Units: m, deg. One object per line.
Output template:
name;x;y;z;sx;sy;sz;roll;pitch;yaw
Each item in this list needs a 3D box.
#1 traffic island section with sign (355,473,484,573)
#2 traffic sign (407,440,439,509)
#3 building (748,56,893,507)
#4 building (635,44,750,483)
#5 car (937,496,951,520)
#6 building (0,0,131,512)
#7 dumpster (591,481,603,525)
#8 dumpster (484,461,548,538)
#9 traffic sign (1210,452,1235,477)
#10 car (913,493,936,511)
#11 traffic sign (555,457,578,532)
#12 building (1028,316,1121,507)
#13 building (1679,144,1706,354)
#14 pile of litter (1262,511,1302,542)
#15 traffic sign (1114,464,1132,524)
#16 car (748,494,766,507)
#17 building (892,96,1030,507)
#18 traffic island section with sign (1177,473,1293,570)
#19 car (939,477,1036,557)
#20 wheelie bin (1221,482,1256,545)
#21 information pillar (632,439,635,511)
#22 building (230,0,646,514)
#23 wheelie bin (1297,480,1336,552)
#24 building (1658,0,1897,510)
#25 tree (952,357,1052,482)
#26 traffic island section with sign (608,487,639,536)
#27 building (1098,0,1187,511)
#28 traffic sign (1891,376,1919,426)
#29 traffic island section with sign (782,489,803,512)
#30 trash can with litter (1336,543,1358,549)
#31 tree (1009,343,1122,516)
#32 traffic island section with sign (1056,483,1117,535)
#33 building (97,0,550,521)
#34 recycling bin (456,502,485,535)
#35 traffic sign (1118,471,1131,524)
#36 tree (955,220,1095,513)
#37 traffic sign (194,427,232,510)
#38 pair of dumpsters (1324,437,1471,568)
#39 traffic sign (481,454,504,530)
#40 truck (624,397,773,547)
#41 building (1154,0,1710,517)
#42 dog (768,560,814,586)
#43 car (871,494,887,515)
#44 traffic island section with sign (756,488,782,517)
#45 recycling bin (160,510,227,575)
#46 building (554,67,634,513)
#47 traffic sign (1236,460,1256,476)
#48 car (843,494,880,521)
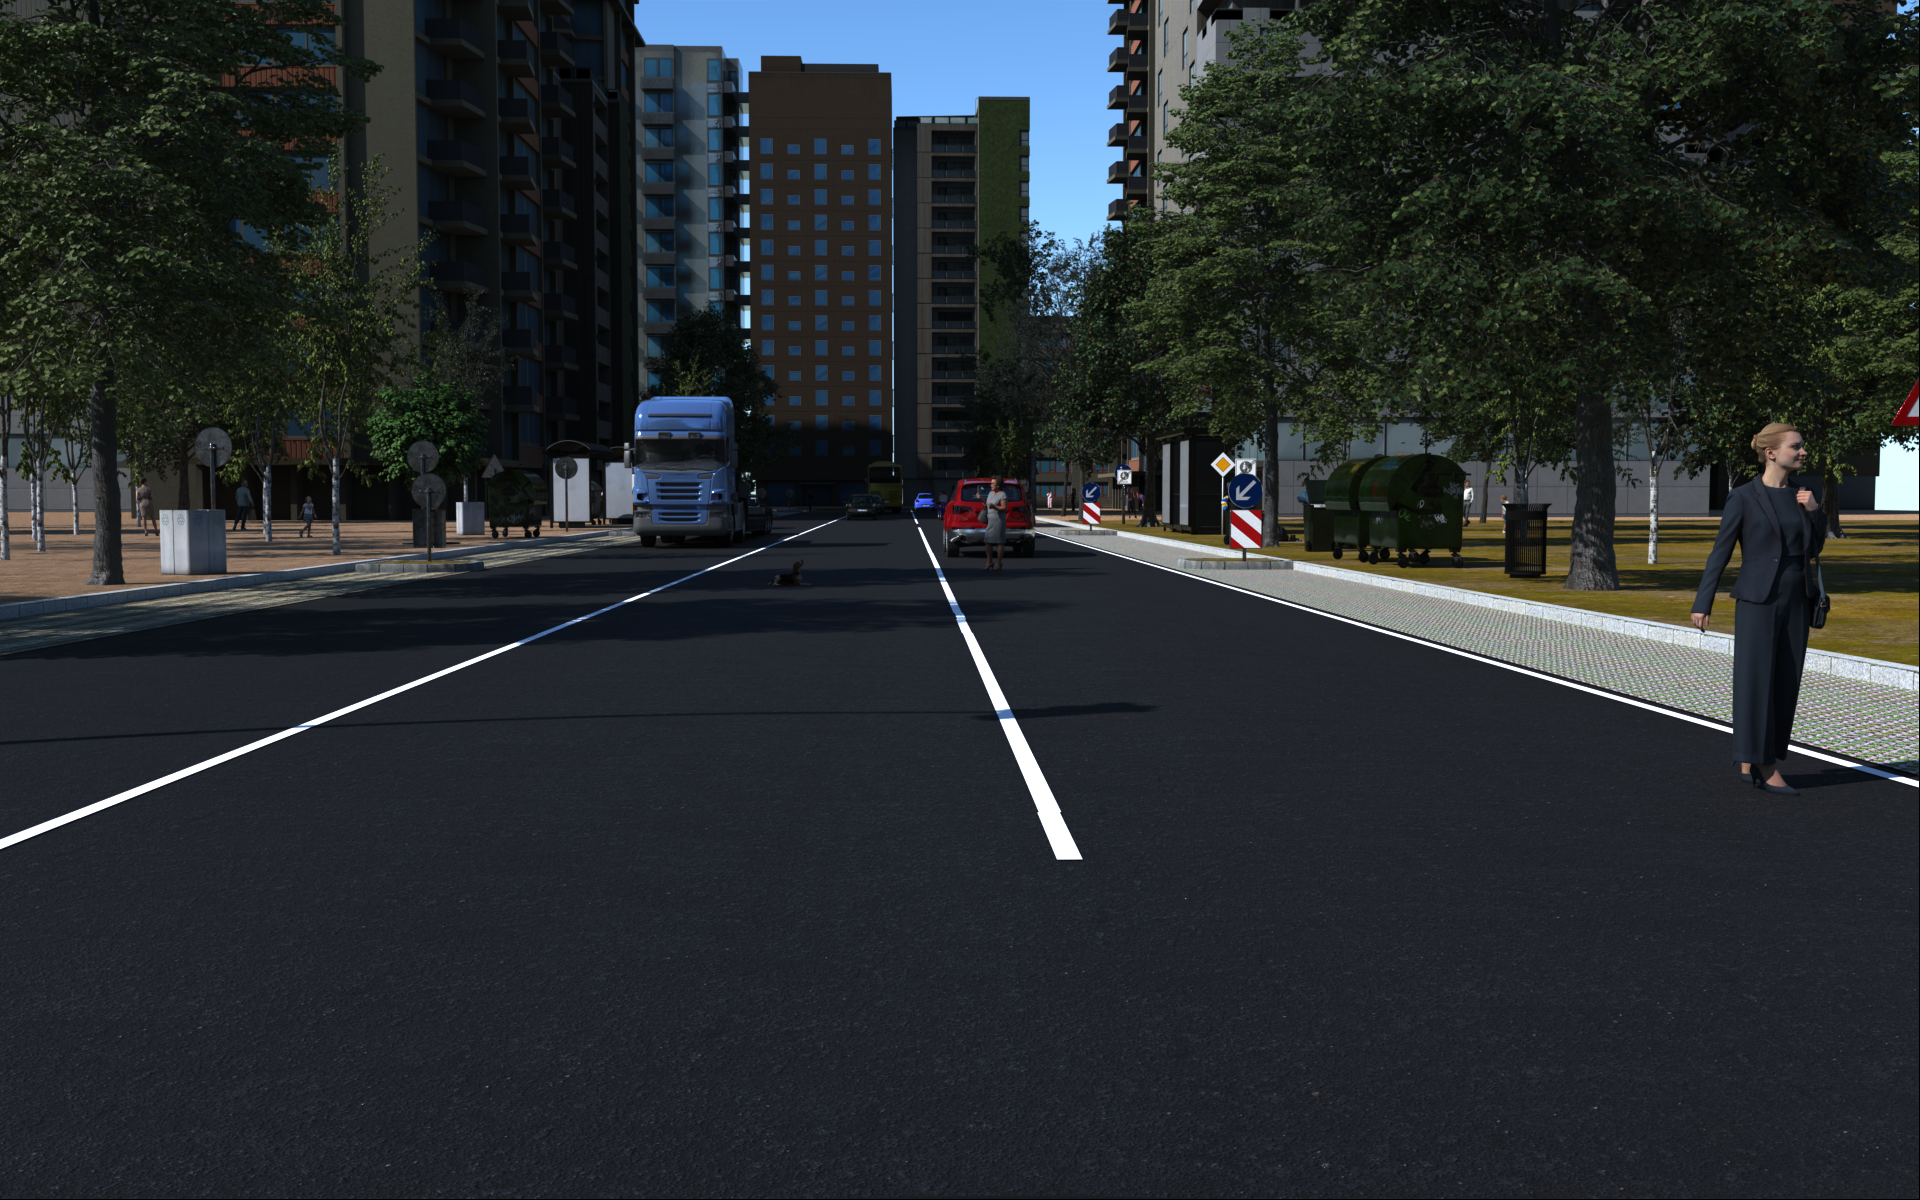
traffic island section with sign;-10.012;-1.450;32.339;1.989;1.847;2.006;0;4;-2
traffic sign;-12.772;-2.513;41.190;0.768;2.556;0.104;0;4;2
building;-14.195;-32.462;180.871;14.200;45.320;14.600;0;4;-2
building;-37.238;-34.596;185.252;30.456;49.044;23.786;0;4;-2
car;-0.304;-5.090;95.797;1.945;1.354;3.894;0;4;-3
building;-67.047;-33.351;134.531;27.495;52.752;28.713;0;4;-2
dumpster;-15.585;-4.039;71.800;1.264;1.857;1.865;0;4;-2
dumpster;-13.044;-2.960;50.892;1.502;2.255;1.985;0;4;-2
traffic sign;8.217;-3.320;54.020;0.795;2.593;0.064;0;4;0
car;-2.942;-8.259;144.630;1.945;1.707;3.694;0;4;-3
traffic sign;-13.345;-3.586;58.730;0.768;2.556;0.104;0;4;0
building;21.344;-21.058;189.339;28.899;21.520;27.650;0;4;-2
building;52.558;-22.872;145.656;14.107;30.474;14.160;0;4;-2
pile of litter;8.496;-2.036;47.259;1.176;0.858;1.719;-3;4;-38
traffic sign;6.970;-4.516;73.943;0.768;2.556;0.104;0;4;7
car;-8.993;-3.789;71.735;2.009;1.686;4.222;0;4;-2
building;-0.068;-30.466;181.710;14.086;41.232;14.154;0;4;-2
traffic island section with sign;5.270;-1.523;33.529;1.989;1.847;2.006;0;4;-2
car;0.647;-1.973;40.926;2.281;1.827;5.304;0;4;-2
wheelie bin;7.116;-2.194;43.782;0.980;1.594;0.693;-1;4;-19
information pillar;-13.498;-4.928;71.919;0.183;3.616;0.504;-2;4;-29
building;-38.927;-29.602;138.618;28.867;44.769;22.147;0;4;-2
wheelie bin;7.991;-1.880;38.652;0.980;1.594;0.693;0;4;-3
building;66.728;-30.265;144.948;14.200;45.320;14.600;0;4;-2
tree;4.124;-15.509;160.224;9.857;13.997;8.962;0;3;0
traffic island section with sign;-10.893;-3.098;59.280;1.989;1.847;2.006;0;4;-2
building;23.284;-29.510;137.117;22.147;44.769;28.867;0;4;-2
traffic sign;7.659;-0.824;13.476;0.884;2.594;0.081;0;4;1
traffic island section with sign;-13.397;-7.832;136.678;1.989;1.847;2.006;0;4;-2
trash can with litter;8.943;-1.783;40.545;0.624;1.170;1.055;-1;4;-13
tree;6.248;-10.089;99.361;7.601;10.594;8.767;2;4;30
traffic island section with sign;4.394;-3.171;60.470;1.989;1.847;2.006;0;4;-2
building;-33.785;-26.989;95.895;22.147;44.769;28.867;0;4;-2
recycling bin;-15.336;-2.550;54.249;0.722;1.027;0.722;-2;4;-30
traffic sign;6.996;-4.375;73.662;0.606;2.300;0.079;0;4;7
tree;5.839;-16.008;117.626;12.611;20.169;13.585;0;3;0
traffic sign;-14.195;-2.007;32.918;0.768;2.556;0.104;0;4;7
pair of dumpsters;8.013;-1.800;31.916;1.574;2.255;4.437;0;4;-2
traffic sign;-15.116;-3.440;56.240;0.884;2.594;0.081;0;4;4
truck;-7.656;-3.909;53.663;2.967;4.110;18.799;0;4;-2
building;27.354;-31.733;108.080;28.713;52.752;27.495;0;4;-2
dog;-2.666;-0.428;27.195;0.550;0.427;0.748;-2;4;-30
car;-6.039;-6.507;118.181;2.131;1.459;4.920;0;4;0
traffic island section with sign;-12.524;-6.184;109.737;1.989;1.847;2.006;0;4;-2
recycling bin;-12.278;-0.929;27.740;0.722;1.027;0.722;2;4;28
building;-30.429;-21.174;117.898;14.160;30.474;14.107;0;4;-2
traffic sign;8.288;-2.945;50.276;0.606;2.300;0.079;0;4;4
car;-5.408;-5.230;95.301;2.009;1.686;4.222;0;4;-4
